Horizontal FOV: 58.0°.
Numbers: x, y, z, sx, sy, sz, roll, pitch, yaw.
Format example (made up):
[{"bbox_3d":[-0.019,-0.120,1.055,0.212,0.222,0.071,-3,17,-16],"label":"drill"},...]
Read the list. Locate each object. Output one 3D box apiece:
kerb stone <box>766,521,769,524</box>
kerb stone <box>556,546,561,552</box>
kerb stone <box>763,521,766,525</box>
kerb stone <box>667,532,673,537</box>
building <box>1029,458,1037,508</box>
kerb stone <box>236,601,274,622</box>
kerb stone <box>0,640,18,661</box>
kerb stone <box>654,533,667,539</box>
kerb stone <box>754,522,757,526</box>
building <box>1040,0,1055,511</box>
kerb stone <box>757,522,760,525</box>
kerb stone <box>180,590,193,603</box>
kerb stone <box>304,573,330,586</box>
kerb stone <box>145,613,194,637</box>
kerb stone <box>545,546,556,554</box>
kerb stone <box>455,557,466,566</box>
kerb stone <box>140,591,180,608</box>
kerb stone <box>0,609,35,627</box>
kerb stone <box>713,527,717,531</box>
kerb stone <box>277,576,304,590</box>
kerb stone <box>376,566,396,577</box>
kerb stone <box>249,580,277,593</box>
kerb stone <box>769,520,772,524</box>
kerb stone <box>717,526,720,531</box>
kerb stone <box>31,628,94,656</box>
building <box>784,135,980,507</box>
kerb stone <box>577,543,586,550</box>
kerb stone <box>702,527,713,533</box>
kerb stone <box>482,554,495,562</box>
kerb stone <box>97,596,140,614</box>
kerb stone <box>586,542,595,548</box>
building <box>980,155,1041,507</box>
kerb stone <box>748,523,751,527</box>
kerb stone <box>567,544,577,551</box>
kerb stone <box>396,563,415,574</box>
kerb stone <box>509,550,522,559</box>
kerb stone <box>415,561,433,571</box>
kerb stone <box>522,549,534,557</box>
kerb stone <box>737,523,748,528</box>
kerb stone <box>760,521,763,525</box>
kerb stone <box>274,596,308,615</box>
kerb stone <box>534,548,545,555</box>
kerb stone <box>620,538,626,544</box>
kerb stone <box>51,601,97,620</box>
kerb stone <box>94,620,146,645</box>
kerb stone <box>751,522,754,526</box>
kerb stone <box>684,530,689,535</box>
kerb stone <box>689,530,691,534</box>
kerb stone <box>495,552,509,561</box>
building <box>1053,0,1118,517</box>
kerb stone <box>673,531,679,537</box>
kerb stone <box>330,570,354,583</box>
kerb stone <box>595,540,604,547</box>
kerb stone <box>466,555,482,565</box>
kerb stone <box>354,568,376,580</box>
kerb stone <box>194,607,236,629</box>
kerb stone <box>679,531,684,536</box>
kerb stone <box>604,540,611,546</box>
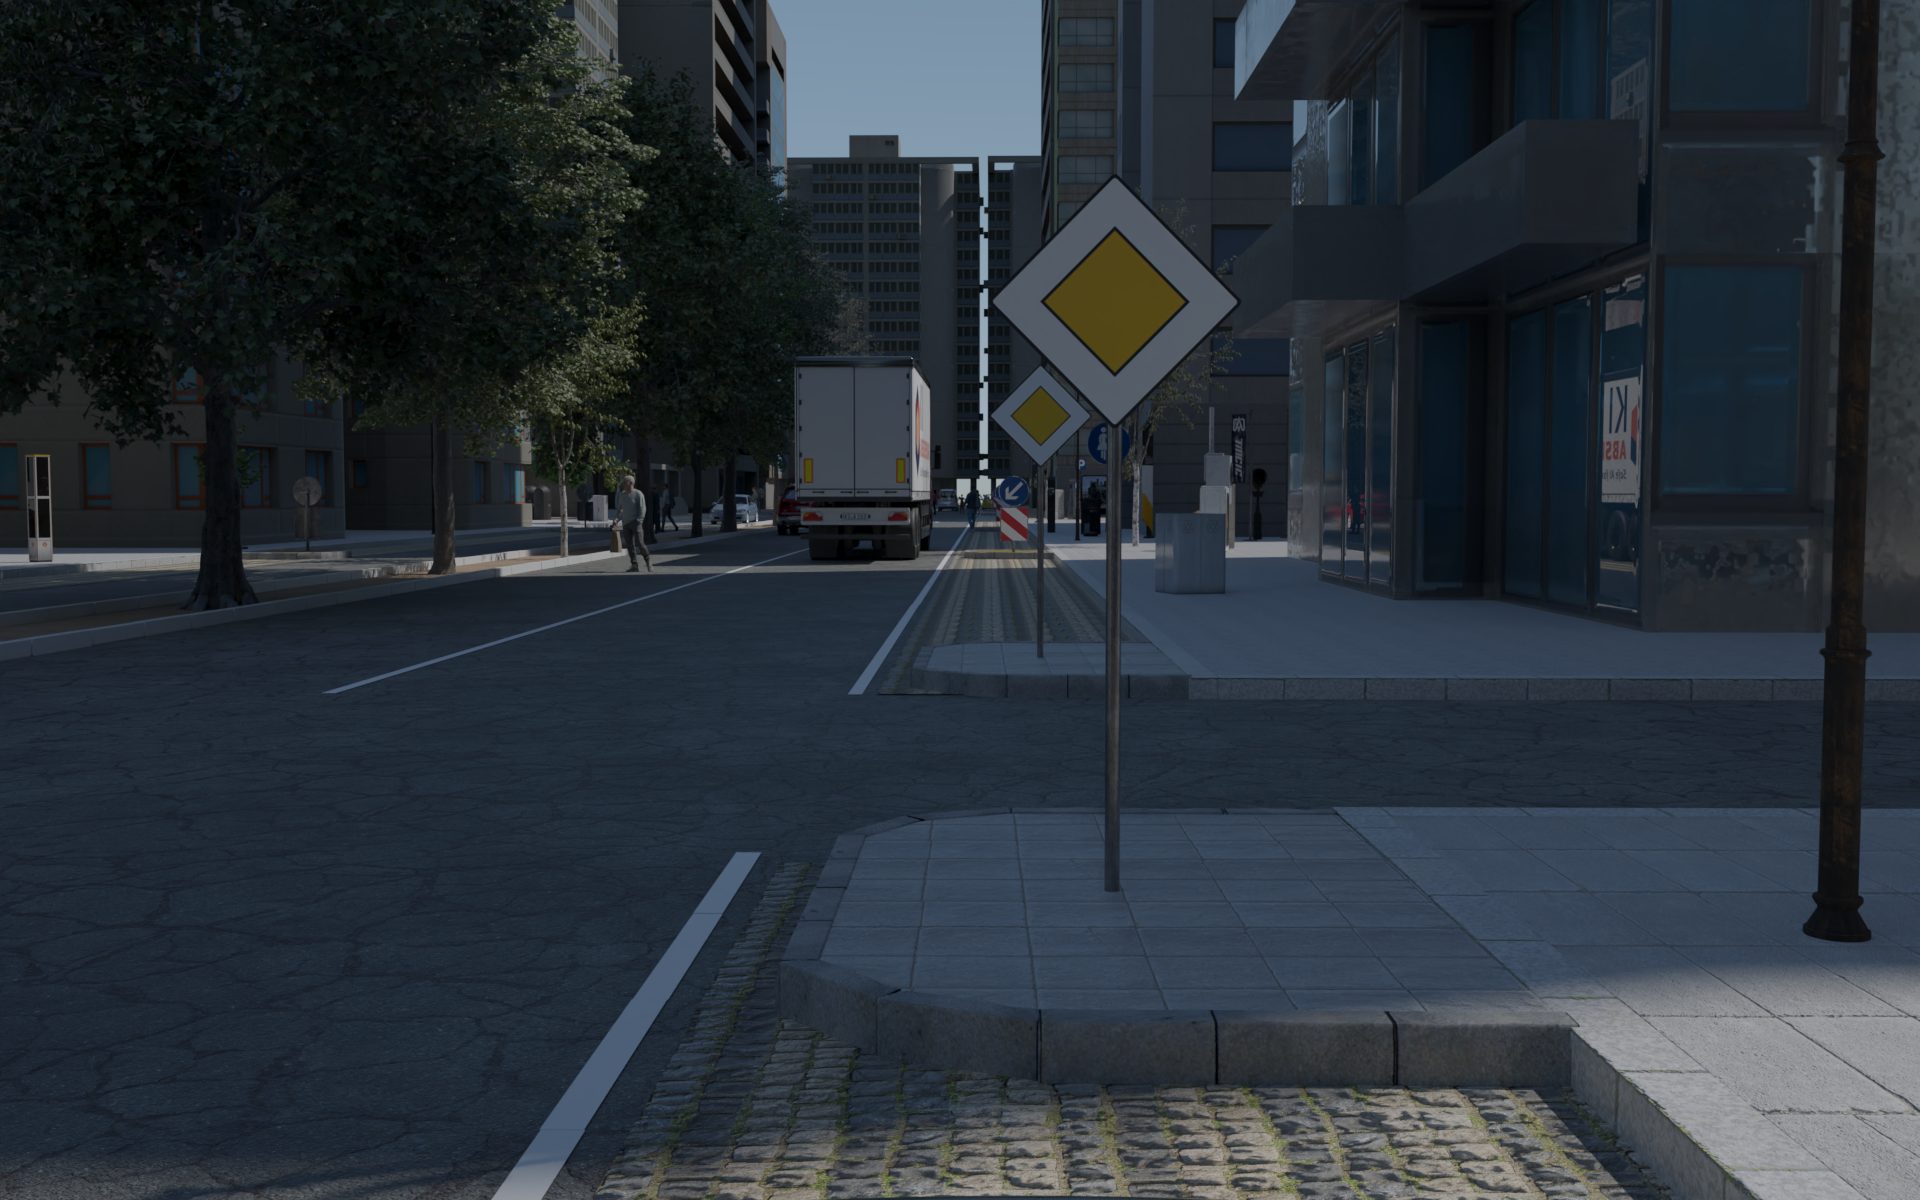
[{"bbox_3d":[-9.229,-3.620,81.448,0.120,0.150,1.000,0,4,1],"label":"kerb stone"},{"bbox_3d":[-9.899,-1.238,42.508,0.120,0.150,1.000,0,4,1],"label":"kerb stone"},{"bbox_3d":[-9.245,-3.561,80.426,0.120,0.150,1.000,0,4,1],"label":"kerb stone"},{"bbox_3d":[-9.656,-2.121,56.869,0.120,0.150,1.000,0,4,1],"label":"kerb stone"},{"bbox_3d":[17.490,-50.983,146.238,22.319,86.520,31.000,0,4,1],"label":"building"},{"bbox_3d":[-8.186,0.141,19.929,0.120,0.150,1.000,0,4,1],"label":"kerb stone"},{"bbox_3d":[-8.277,0.455,14.800,0.120,0.150,1.000,0,4,1],"label":"kerb stone"},{"bbox_3d":[-9.669,-2.058,55.847,0.120,0.150,1.000,0,4,1],"label":"kerb stone"},{"bbox_3d":[-9.306,-3.374,77.354,0.120,0.150,1.000,0,4,1],"label":"kerb stone"},{"bbox_3d":[16.619,-30.425,121.157,21.300,48.544,21.600,0,4,1],"label":"building"},{"bbox_3d":[-9.278,-3.436,78.382,0.120,0.150,1.000,0,4,1],"label":"kerb stone"},{"bbox_3d":[-10.238,-0.052,23.042,0.120,0.150,1.000,0,4,1],"label":"kerb stone"},{"bbox_3d":[-10.169,-0.301,27.145,0.120,0.150,1.000,0,4,1],"label":"kerb stone"},{"bbox_3d":[-8.226,0.264,17.879,0.120,0.150,1.000,0,4,1],"label":"kerb stone"},{"bbox_3d":[-9.918,-1.173,41.482,0.120,0.150,1.000,0,4,1],"label":"kerb stone"},{"bbox_3d":[-10.046,-0.741,34.311,0.120,0.150,1.000,0,4,1],"label":"kerb stone"},{"bbox_3d":[-10.249,0.011,22.017,0.120,0.150,1.000,0,4,1],"label":"kerb stone"},{"bbox_3d":[-10.304,0.199,18.942,0.120,0.150,1.000,0,4,1],"label":"kerb stone"},{"bbox_3d":[-9.496,-2.681,66.071,0.120,0.150,1.000,0,4,1],"label":"kerb stone"},{"bbox_3d":[-10.184,-0.236,26.115,0.120,0.150,1.000,0,4,1],"label":"kerb stone"},{"bbox_3d":[-10.110,-0.490,30.214,0.120,0.150,1.000,0,4,1],"label":"kerb stone"},{"bbox_3d":[-10.202,-0.177,25.092,0.120,0.150,1.000,0,4,1],"label":"kerb stone"},{"bbox_3d":[-9.213,-3.687,82.479,0.120,0.150,1.000,0,4,1],"label":"kerb stone"},{"bbox_3d":[-9.480,-2.746,67.099,0.120,0.150,1.000,0,4,1],"label":"kerb stone"},{"bbox_3d":[-8.255,0.390,15.827,0.120,0.150,1.000,0,4,1],"label":"kerb stone"},{"bbox_3d":[-9.403,-30.468,190.036,23.993,40.220,32.217,0,4,1],"label":"building"},{"bbox_3d":[-9.865,-1.364,44.552,0.120,0.150,1.000,0,4,1],"label":"kerb stone"},{"bbox_3d":[-9.511,-2.621,65.047,0.120,0.150,1.000,0,4,1],"label":"kerb stone"},{"bbox_3d":[-10.011,-0.861,36.361,0.120,0.150,1.000,0,4,1],"label":"kerb stone"},{"bbox_3d":[-10.274,0.074,20.990,0.120,0.150,1.000,0,4,1],"label":"kerb stone"},{"bbox_3d":[-9.850,-1.430,45.580,0.120,0.150,1.000,0,4,1],"label":"kerb stone"},{"bbox_3d":[14.577,-30.411,189.104,23.993,40.220,32.217,0,4,1],"label":"building"},{"bbox_3d":[-9.338,-3.246,75.295,0.120,0.150,1.000,0,4,1],"label":"kerb stone"},{"bbox_3d":[-9.881,-1.300,43.530,0.120,0.150,1.000,0,4,1],"label":"kerb stone"},{"bbox_3d":[-10.096,-0.547,31.240,0.120,0.150,1.000,0,4,1],"label":"kerb stone"},{"bbox_3d":[-9.973,-0.992,38.408,0.120,0.150,1.000,0,4,1],"label":"kerb stone"},{"bbox_3d":[-10.076,-0.616,32.267,0.120,0.150,1.000,0,4,1],"label":"kerb stone"},{"bbox_3d":[-9.953,-1.050,39.431,0.120,0.150,1.000,0,4,1],"label":"kerb stone"},{"bbox_3d":[-9.347,-3.185,74.273,0.120,0.150,1.000,0,4,1],"label":"kerb stone"},{"bbox_3d":[-9.262,-3.499,79.404,0.120,0.150,1.000,0,4,1],"label":"kerb stone"},{"bbox_3d":[-8.173,0.076,20.951,0.120,0.150,1.000,0,4,1],"label":"kerb stone"},{"bbox_3d":[-9.943,-1.116,40.460,0.120,0.150,1.000,0,4,1],"label":"kerb stone"},{"bbox_3d":[-9.759,-1.744,50.715,0.120,0.150,1.000,0,4,1],"label":"kerb stone"},{"bbox_3d":[-10.296,0.136,19.964,0.120,0.150,1.000,0,4,1],"label":"kerb stone"},{"bbox_3d":[-8.248,0.331,16.857,0.120,0.150,1.000,0,4,1],"label":"kerb stone"},{"bbox_3d":[-9.314,-3.307,76.323,0.120,0.150,1.000,0,4,1],"label":"kerb stone"},{"bbox_3d":[-9.604,-2.303,59.937,0.120,0.150,1.000,0,4,1],"label":"kerb stone"},{"bbox_3d":[-9.586,-2.371,60.959,0.120,0.150,1.000,0,4,1],"label":"kerb stone"},{"bbox_3d":[-9.994,-0.926,37.385,0.120,0.150,1.000,0,4,1],"label":"kerb stone"},{"bbox_3d":[12.581,-25.664,103.208,14.154,41.232,14.086,0,4,1],"label":"building"},{"bbox_3d":[-9.632,-2.182,57.892,0.120,0.150,1.000,0,4,1],"label":"kerb stone"},{"bbox_3d":[-10.148,-0.364,28.170,0.120,0.150,1.000,0,4,1],"label":"kerb stone"},{"bbox_3d":[-9.833,-1.492,46.609,0.120,0.150,1.000,0,4,1],"label":"kerb stone"},{"bbox_3d":[-10.021,-0.798,35.336,0.120,0.150,1.000,0,4,1],"label":"kerb stone"},{"bbox_3d":[-10.128,-0.428,29.192,0.120,0.150,1.000,0,4,1],"label":"kerb stone"},{"bbox_3d":[-8.207,0.205,18.901,0.120,0.150,1.000,0,4,1],"label":"kerb stone"},{"bbox_3d":[-9.620,-2.246,58.914,0.120,0.150,1.000,0,4,1],"label":"kerb stone"},{"bbox_3d":[-9.813,-1.556,47.631,0.120,0.150,1.000,0,4,1],"label":"kerb stone"}]
